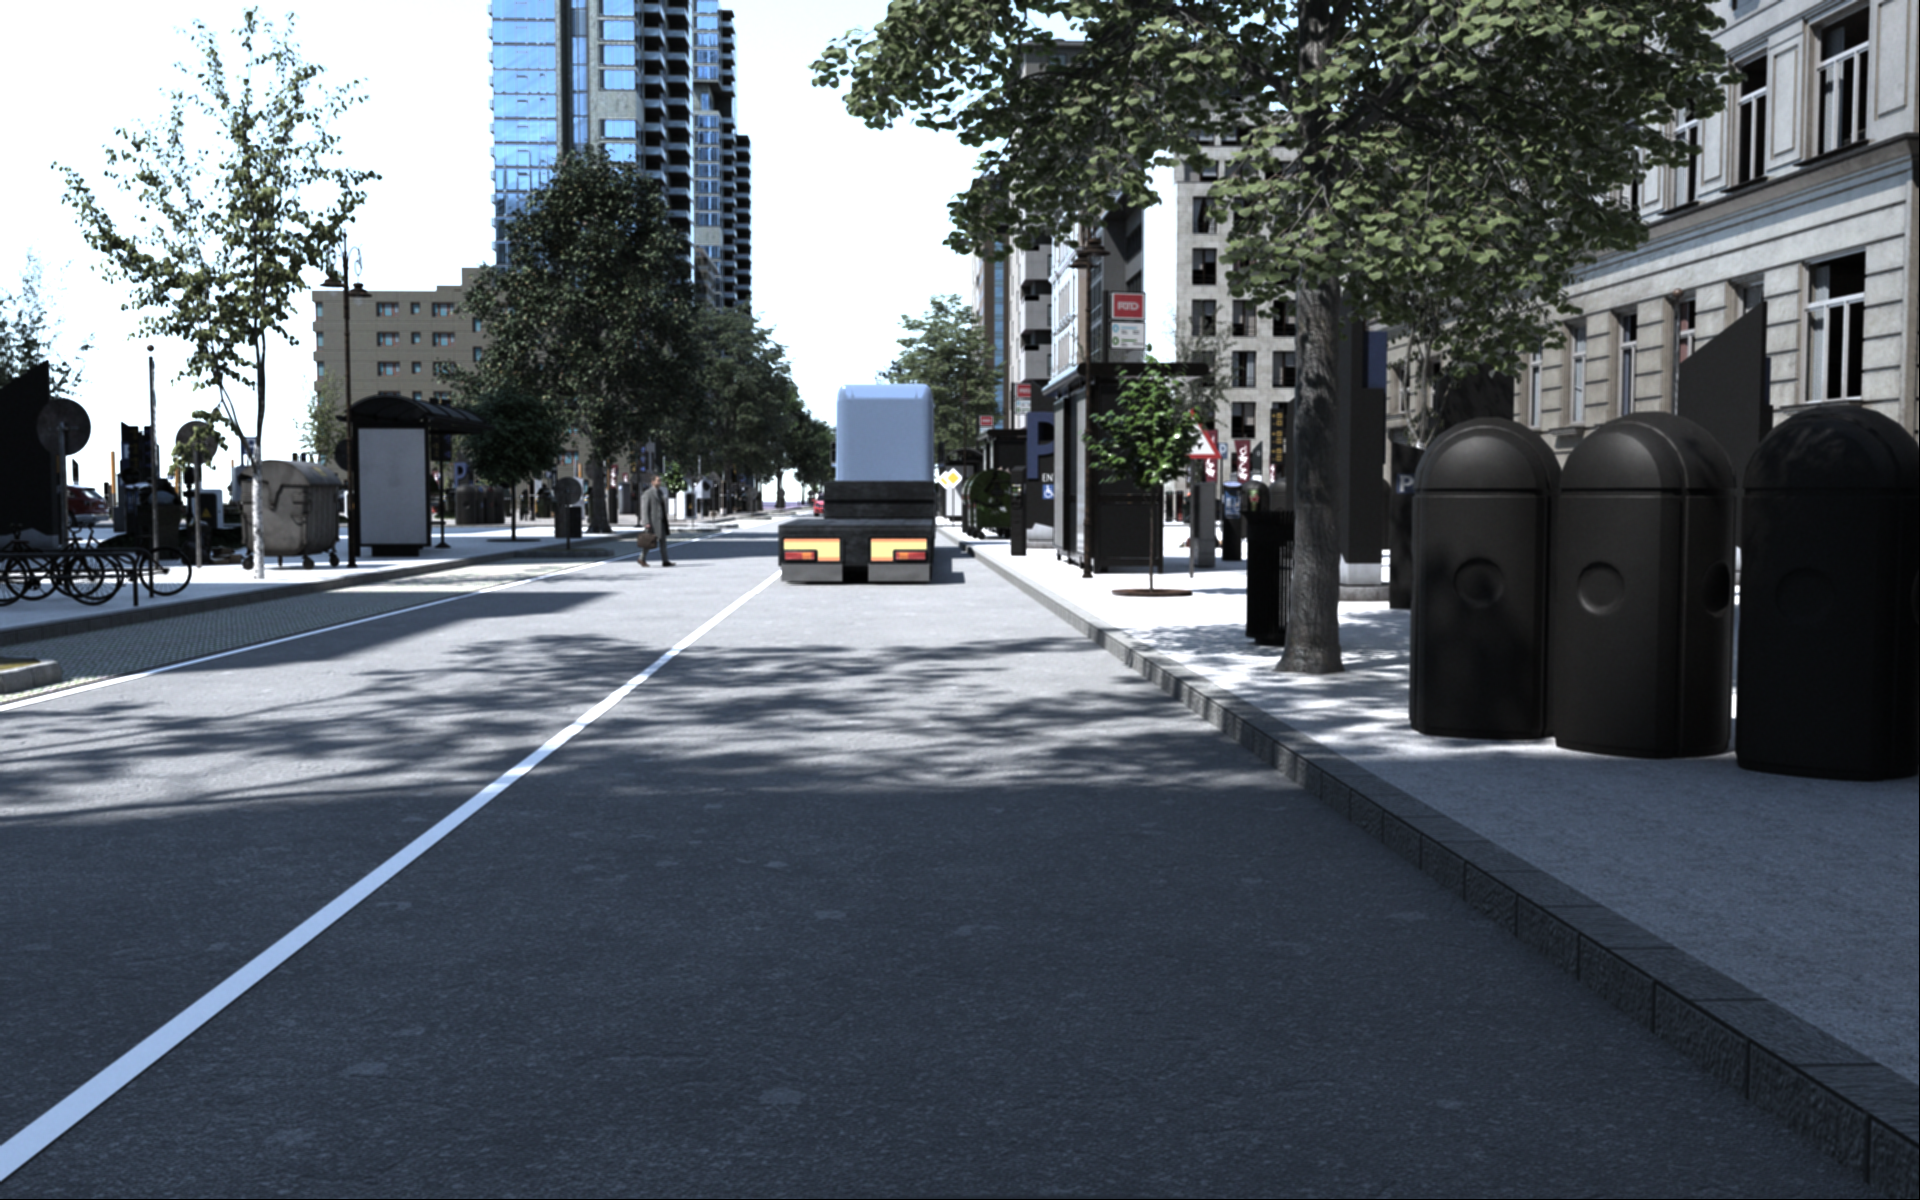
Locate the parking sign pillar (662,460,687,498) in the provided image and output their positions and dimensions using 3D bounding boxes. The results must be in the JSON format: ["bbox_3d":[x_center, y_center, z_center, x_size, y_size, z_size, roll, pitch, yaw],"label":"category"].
[{"bbox_3d":[-19.909,-8.176,122.151,1.447,3.967,1.447,1,4,11],"label":"parking sign pillar"}]

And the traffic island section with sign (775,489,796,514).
[{"bbox_3d":[-12.667,-7.000,123.079,1.989,1.847,2.006,0,4,-3],"label":"traffic island section with sign"}]

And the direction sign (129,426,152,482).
[{"bbox_3d":[-27.067,-3.997,57.356,0.876,3.537,0.379,0,4,7],"label":"direction sign"}]

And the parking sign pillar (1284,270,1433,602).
[{"bbox_3d":[4.800,-2.002,21.208,1.447,3.967,1.447,0,4,-3],"label":"parking sign pillar"}]

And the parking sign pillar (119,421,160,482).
[{"bbox_3d":[-30.214,-4.609,63.832,1.447,3.967,1.447,-1,4,-10],"label":"parking sign pillar"}]

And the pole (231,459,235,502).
[{"bbox_3d":[-42.277,-6.537,100.727,0.158,3.312,0.155,0,3,0],"label":"pole"}]

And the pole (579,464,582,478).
[{"bbox_3d":[-25.647,-7.535,117.041,0.158,3.312,0.155,0,3,0],"label":"pole"}]

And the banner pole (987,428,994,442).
[{"bbox_3d":[1.168,-4.646,65.977,0.401,3.779,0.863,-2,4,-24],"label":"banner pole"}]

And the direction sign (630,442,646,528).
[{"bbox_3d":[-12.257,-4.524,65.959,0.876,3.537,0.379,3,4,39],"label":"direction sign"}]

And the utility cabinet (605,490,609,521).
[{"bbox_3d":[-16.672,-4.462,81.633,0.318,1.500,1.173,0,4,-8],"label":"utility cabinet"}]

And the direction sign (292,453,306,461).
[{"bbox_3d":[-36.133,-6.288,94.800,0.379,3.537,0.876,2,4,34],"label":"direction sign"}]

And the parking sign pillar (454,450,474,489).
[{"bbox_3d":[-30.293,-7.176,105.802,1.447,3.967,1.447,2,4,33],"label":"parking sign pillar"}]

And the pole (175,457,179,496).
[{"bbox_3d":[-42.845,-6.172,94.749,0.158,3.312,0.155,0,3,0],"label":"pole"}]

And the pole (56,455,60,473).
[{"bbox_3d":[-23.420,-3.137,45.133,0.158,3.312,0.155,0,3,0],"label":"pole"}]

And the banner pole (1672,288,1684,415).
[{"bbox_3d":[8.661,-1.894,20.984,0.401,3.779,0.863,1,4,20],"label":"banner pole"}]

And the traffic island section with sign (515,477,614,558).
[{"bbox_3d":[-8.978,-1.891,39.553,1.989,1.847,2.006,0,4,-3],"label":"traffic island section with sign"}]

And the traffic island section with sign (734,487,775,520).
[{"bbox_3d":[-11.481,-5.353,96.150,1.989,1.847,2.006,0,4,-3],"label":"traffic island section with sign"}]

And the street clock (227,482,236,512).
[{"bbox_3d":[-41.449,-5.763,98.792,0.358,2.002,0.471,0,4,-7],"label":"street clock"}]

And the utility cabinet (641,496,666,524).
[{"bbox_3d":[-12.940,-3.793,73.185,1.020,1.237,0.306,0,4,-4],"label":"utility cabinet"}]

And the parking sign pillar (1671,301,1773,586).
[{"bbox_3d":[10.914,-2.225,24.851,1.447,3.967,1.447,-3,5,-40],"label":"parking sign pillar"}]

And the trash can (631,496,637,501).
[{"bbox_3d":[-22.783,-6.666,120.642,0.748,1.137,0.748,0,3,0],"label":"trash can"}]

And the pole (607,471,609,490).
[{"bbox_3d":[-20.363,-6.508,100.245,0.158,3.312,0.155,0,3,0],"label":"pole"}]

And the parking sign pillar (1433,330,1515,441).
[{"bbox_3d":[8.260,-2.422,28.067,1.447,3.967,1.447,-1,4,-9],"label":"parking sign pillar"}]

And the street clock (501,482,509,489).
[{"bbox_3d":[-27.474,-6.121,104.641,0.471,2.002,0.358,0,4,1],"label":"street clock"}]

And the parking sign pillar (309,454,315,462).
[{"bbox_3d":[-43.091,-7.788,115.809,1.447,3.967,1.447,0,4,-6],"label":"parking sign pillar"}]

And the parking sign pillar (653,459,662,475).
[{"bbox_3d":[-23.082,-8.831,132.865,1.447,3.967,1.447,1,4,11],"label":"parking sign pillar"}]

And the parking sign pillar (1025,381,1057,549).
[{"bbox_3d":[2.196,-3.205,40.878,1.447,3.967,1.447,2,4,32],"label":"parking sign pillar"}]

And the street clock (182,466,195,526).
[{"bbox_3d":[-20.133,-2.489,45.260,0.358,2.002,0.471,-1,4,-19],"label":"street clock"}]

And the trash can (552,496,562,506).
[{"bbox_3d":[-24.057,-5.603,103.257,0.748,1.137,0.748,0,3,0],"label":"trash can"}]

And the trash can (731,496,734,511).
[{"bbox_3d":[-15.031,-6.161,112.388,0.748,1.137,0.748,0,3,0],"label":"trash can"}]

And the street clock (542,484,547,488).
[{"bbox_3d":[-29.260,-7.162,121.663,0.358,2.002,0.471,2,4,25],"label":"street clock"}]

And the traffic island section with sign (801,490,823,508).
[{"bbox_3d":[-14.877,-10.081,173.446,1.989,1.847,2.006,0,4,-3],"label":"traffic island section with sign"}]

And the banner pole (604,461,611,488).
[{"bbox_3d":[-15.780,-5.335,77.250,0.863,3.779,0.401,2,4,35],"label":"banner pole"}]

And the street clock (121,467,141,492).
[{"bbox_3d":[-22.538,-2.604,47.139,0.471,2.002,0.358,-1,4,-19],"label":"street clock"}]

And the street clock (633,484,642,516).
[{"bbox_3d":[-18.687,-5.868,100.506,0.358,2.002,0.471,3,4,36],"label":"street clock"}]

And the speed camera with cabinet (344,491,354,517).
[{"bbox_3d":[-29.964,-5.689,87.350,2.038,3.252,0.660,0,4,4],"label":"speed camera with cabinet"}]

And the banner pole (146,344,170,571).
[{"bbox_3d":[-13.398,-2.374,28.828,0.401,3.779,0.863,-2,4,-30],"label":"banner pole"}]

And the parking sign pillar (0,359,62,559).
[{"bbox_3d":[-18.891,-2.830,34.742,1.447,3.967,1.447,-1,4,-13],"label":"parking sign pillar"}]

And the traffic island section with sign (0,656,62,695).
[{"bbox_3d":[-7.803,-0.244,12.623,1.989,1.847,2.006,0,4,-3],"label":"traffic island section with sign"}]

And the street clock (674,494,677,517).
[{"bbox_3d":[-16.185,-5.768,98.877,0.471,2.002,0.358,0,4,1],"label":"street clock"}]

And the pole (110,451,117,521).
[{"bbox_3d":[-39.950,-5.377,81.750,0.158,3.312,0.155,0,3,0],"label":"pole"}]

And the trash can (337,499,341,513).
[{"bbox_3d":[-48.136,-7.403,132.687,0.748,1.137,0.748,0,3,0],"label":"trash can"}]

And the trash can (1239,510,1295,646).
[{"bbox_3d":[2.758,-0.193,14.817,0.748,1.137,0.748,0,3,0],"label":"trash can"}]

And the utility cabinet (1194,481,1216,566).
[{"bbox_3d":[4.307,-1.350,30.757,0.318,1.500,1.173,0,4,1],"label":"utility cabinet"}]

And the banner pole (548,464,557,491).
[{"bbox_3d":[-29.557,-8.288,125.530,0.863,3.779,0.401,-2,4,-34],"label":"banner pole"}]

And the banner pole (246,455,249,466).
[{"bbox_3d":[-36.098,-5.982,87.822,0.401,3.779,0.863,-2,4,-33],"label":"banner pole"}]

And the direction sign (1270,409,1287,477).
[{"bbox_3d":[8.654,-3.296,45.886,0.876,3.537,0.379,0,4,4],"label":"direction sign"}]

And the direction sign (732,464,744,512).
[{"bbox_3d":[-15.635,-7.946,121.912,0.876,3.537,0.379,1,4,9],"label":"direction sign"}]

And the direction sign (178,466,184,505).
[{"bbox_3d":[-63.137,-9.095,140.705,0.876,3.537,0.379,-1,4,-20],"label":"direction sign"}]

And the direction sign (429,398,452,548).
[{"bbox_3d":[-12.326,-3.007,41.165,0.379,3.537,0.876,1,4,14],"label":"direction sign"}]
